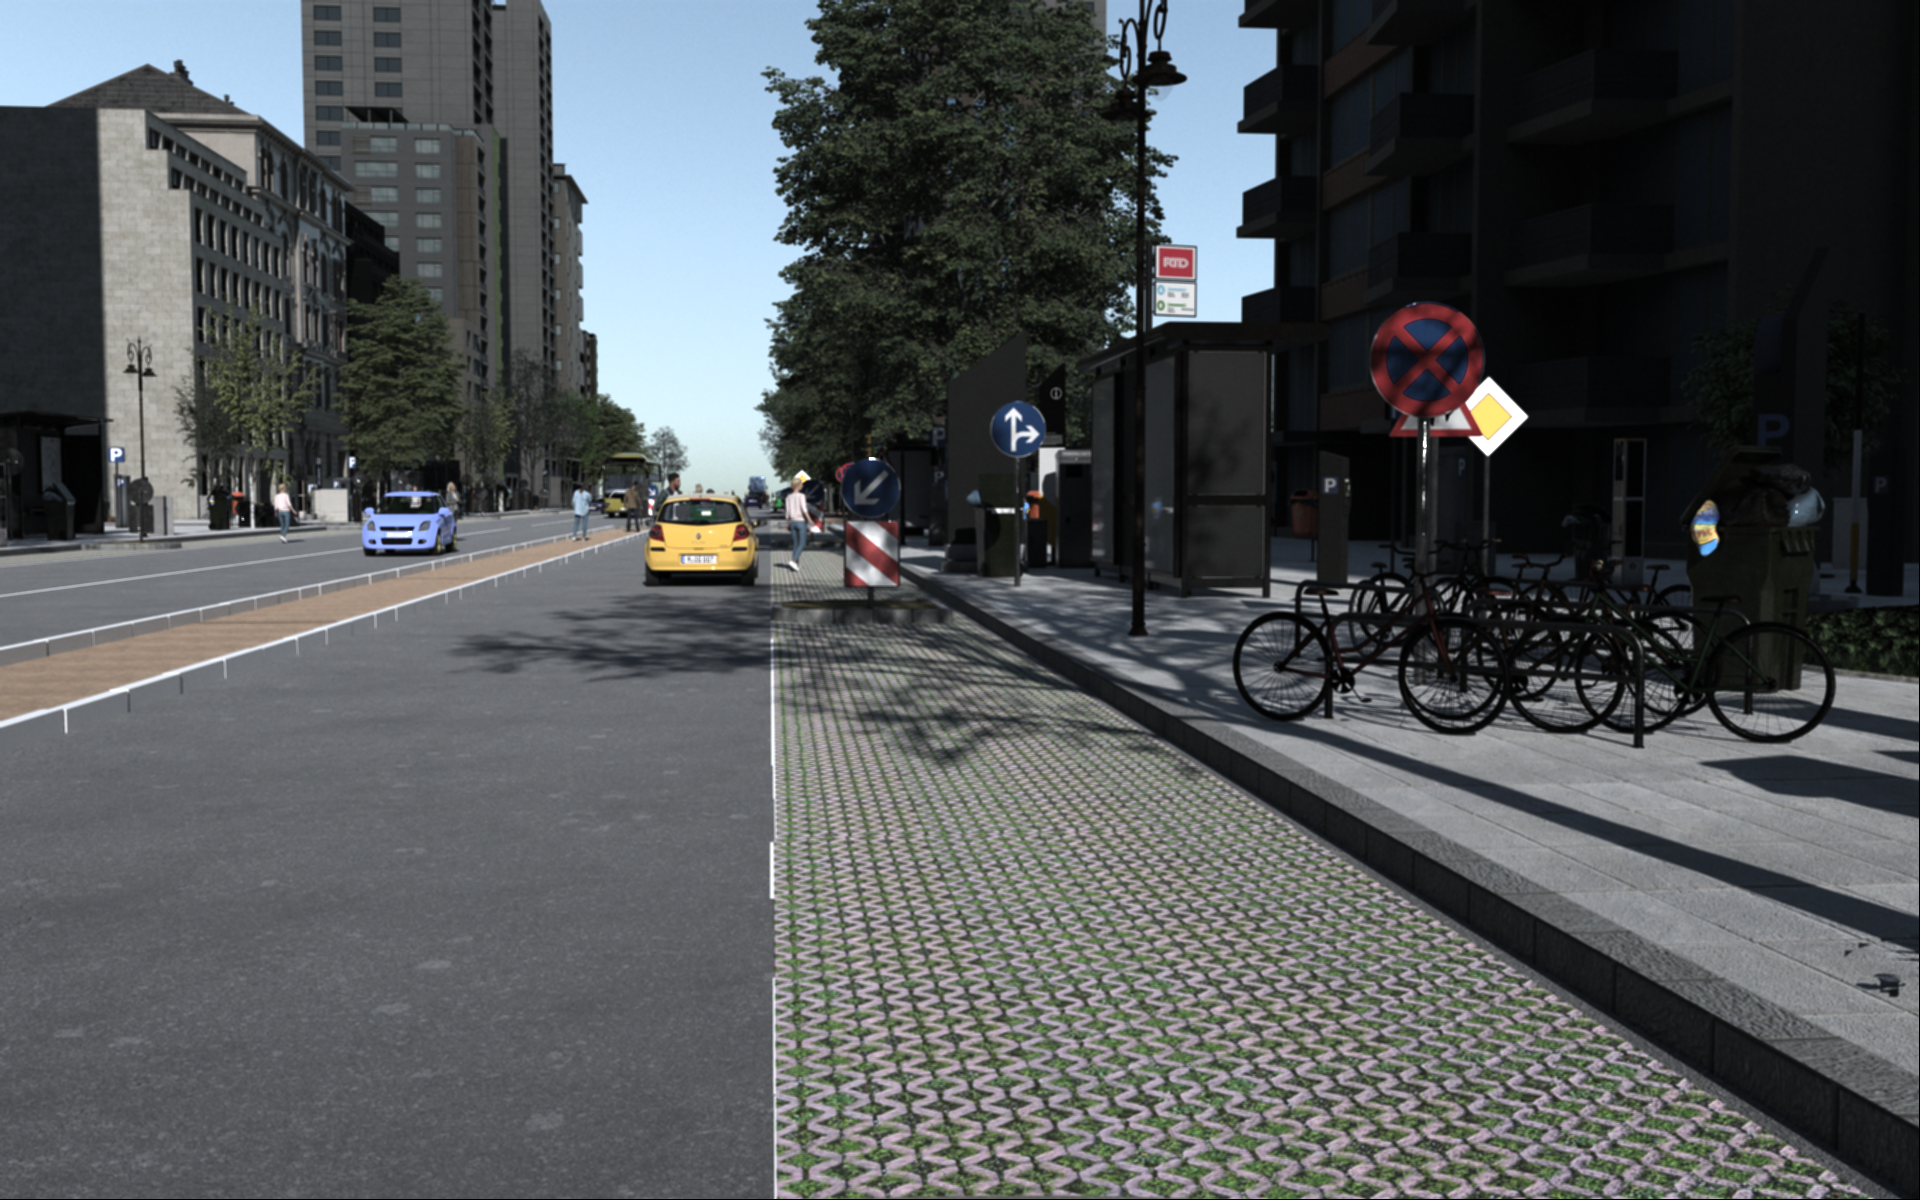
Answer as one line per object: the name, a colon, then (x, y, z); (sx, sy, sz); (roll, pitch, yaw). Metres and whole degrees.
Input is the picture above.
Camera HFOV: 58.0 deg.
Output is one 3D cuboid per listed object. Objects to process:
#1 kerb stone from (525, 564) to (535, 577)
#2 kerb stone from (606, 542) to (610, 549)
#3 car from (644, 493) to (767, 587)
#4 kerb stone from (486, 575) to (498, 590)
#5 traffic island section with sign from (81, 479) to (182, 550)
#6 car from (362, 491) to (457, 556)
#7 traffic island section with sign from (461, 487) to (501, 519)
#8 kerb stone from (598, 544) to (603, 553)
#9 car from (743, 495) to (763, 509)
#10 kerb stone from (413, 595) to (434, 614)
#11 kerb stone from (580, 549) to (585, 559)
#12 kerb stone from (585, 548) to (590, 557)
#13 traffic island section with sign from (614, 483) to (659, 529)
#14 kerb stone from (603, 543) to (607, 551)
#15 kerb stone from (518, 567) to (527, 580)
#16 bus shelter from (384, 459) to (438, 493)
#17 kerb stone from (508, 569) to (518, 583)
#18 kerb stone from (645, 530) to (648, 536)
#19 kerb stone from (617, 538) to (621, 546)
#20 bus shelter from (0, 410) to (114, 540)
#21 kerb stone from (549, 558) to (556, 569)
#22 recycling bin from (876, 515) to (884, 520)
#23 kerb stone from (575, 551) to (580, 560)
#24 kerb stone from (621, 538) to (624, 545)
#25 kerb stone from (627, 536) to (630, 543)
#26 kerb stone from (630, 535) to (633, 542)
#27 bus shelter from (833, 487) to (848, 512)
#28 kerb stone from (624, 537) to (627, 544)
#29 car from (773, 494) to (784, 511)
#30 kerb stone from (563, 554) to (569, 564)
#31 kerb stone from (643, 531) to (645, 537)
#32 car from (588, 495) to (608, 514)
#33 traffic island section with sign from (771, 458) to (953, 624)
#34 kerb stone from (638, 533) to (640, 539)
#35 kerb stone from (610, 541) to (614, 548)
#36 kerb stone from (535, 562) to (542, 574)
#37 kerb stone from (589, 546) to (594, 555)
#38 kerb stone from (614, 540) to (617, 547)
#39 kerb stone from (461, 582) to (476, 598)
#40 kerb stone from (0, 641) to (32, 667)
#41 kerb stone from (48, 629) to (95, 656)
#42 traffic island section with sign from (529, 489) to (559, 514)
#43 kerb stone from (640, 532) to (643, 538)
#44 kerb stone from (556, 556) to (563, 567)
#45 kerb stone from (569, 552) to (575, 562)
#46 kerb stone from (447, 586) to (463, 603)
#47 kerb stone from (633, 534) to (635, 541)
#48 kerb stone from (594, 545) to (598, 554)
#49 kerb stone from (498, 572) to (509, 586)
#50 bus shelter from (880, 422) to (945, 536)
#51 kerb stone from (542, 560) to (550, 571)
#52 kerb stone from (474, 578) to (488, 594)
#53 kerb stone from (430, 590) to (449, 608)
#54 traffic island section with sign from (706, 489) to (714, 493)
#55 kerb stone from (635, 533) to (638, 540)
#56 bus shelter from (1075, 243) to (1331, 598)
kerb stone: (-7.589, -0.491, 30.229); (0.120, 0.150, 1.000); (0, 4, -6)
kerb stone: (-9.153, -1.357, 44.499); (0.120, 0.150, 1.000); (0, 4, -6)
car: (-4.173, -1.107, 28.329); (2.015, 1.641, 3.980); (0, 4, -6)
kerb stone: (-7.152, -0.242, 26.152); (0.120, 0.150, 1.000); (0, 4, -6)
traffic island section with sign: (-21.441, -2.225, 45.001); (1.989, 1.847, 2.006); (0, 4, -6)
car: (-13.068, -1.932, 41.185); (1.945, 1.707, 3.694); (0, 4, -8)
traffic island section with sign: (-27.326, -5.519, 98.864); (1.989, 1.847, 2.006); (0, 4, -6)
kerb stone: (-8.921, -1.237, 42.456); (0.120, 0.150, 1.000); (0, 4, -6)
car: (-20.107, -9.514, 168.129); (1.945, 1.354, 3.894); (0, 4, -8)
kerb stone: (-6.590, 0.070, 21.056); (0.120, 0.150, 1.000); (0, 4, -6)
kerb stone: (-8.486, -0.990, 38.389); (0.120, 0.150, 1.000); (0, 4, -6)
kerb stone: (-8.590, -1.053, 39.406); (0.120, 0.150, 1.000); (0, 4, -6)
traffic island section with sign: (-13.145, -3.854, 71.145); (2.006, 1.907, 1.989); (0, 4, -6)
kerb stone: (-9.044, -1.302, 43.482); (0.120, 0.150, 1.000); (0, 4, -6)
kerb stone: (-7.482, -0.428, 29.211); (0.120, 0.150, 1.000); (0, 4, -6)
bus shelter: (-31.760, -6.501, 100.221); (2.014, 3.302, 5.546); (0, 4, -6)
kerb stone: (-7.369, -0.367, 28.191); (0.120, 0.150, 1.000); (0, 4, -6)
kerb stone: (-10.600, -2.174, 57.746); (0.120, 0.150, 1.000); (0, 4, -6)
kerb stone: (-9.488, -1.547, 47.550); (0.120, 0.150, 1.000); (0, 4, -6)
bus shelter: (-27.245, -3.692, 51.652); (1.731, 3.624, 6.357); (0, 4, -6)
kerb stone: (-7.928, -0.675, 33.283); (0.120, 0.150, 1.000); (0, 4, -6)
recycling bin: (-4.160, -4.512, 86.329); (0.722, 1.027, 0.722); (-1, 4, -12)
kerb stone: (-8.370, -0.927, 37.355); (0.120, 0.150, 1.000); (0, 4, -6)
kerb stone: (-9.599, -1.612, 48.580); (0.120, 0.150, 1.000); (0, 4, -6)
kerb stone: (-9.829, -1.733, 50.621); (0.120, 0.150, 1.000); (0, 4, -6)
kerb stone: (-9.934, -1.794, 51.638); (0.120, 0.150, 1.000); (0, 4, -6)
bus shelter: (-9.791, -9.993, 141.019); (2.179, 5.291, 8.768); (0, 4, -6)
kerb stone: (-9.709, -1.676, 49.602); (0.120, 0.150, 1.000); (0, 4, -6)
car: (-14.552, -8.246, 143.614); (1.959, 1.807, 4.718); (0, 4, -5)
kerb stone: (-8.150, -0.803, 35.317); (0.120, 0.150, 1.000); (0, 4, -6)
kerb stone: (-10.492, -2.112, 56.728); (0.120, 0.150, 1.000); (0, 4, -6)
car: (-26.146, -6.824, 124.145); (1.945, 1.354, 3.894); (0, 4, -4)
traffic island section with sign: (-1.174, -0.693, 19.952); (1.989, 1.847, 2.006); (0, 4, -6)
kerb stone: (-10.269, -1.987, 54.687); (0.120, 0.150, 1.000); (0, 4, -6)
kerb stone: (-9.262, -1.426, 45.515); (0.120, 0.150, 1.000); (0, 4, -6)
kerb stone: (-7.708, -0.554, 31.250); (0.120, 0.150, 1.000); (0, 4, -6)
kerb stone: (-8.707, -1.113, 40.422); (0.120, 0.150, 1.000); (0, 4, -6)
kerb stone: (-9.380, -1.488, 46.530); (0.120, 0.150, 1.000); (0, 4, -6)
kerb stone: (-6.920, -0.117, 24.105); (0.120, 0.150, 1.000); (0, 4, -6)
kerb stone: (-7.999, 0.463, 14.661); (0.120, 0.150, 1.000); (0, 4, -6)
kerb stone: (-8.116, 0.398, 15.689); (0.120, 0.150, 1.000); (0, 4, -6)
traffic island section with sign: (-30.338, -7.199, 126.325); (1.989, 1.847, 2.006); (0, 4, -6)
kerb stone: (-10.375, -2.050, 55.710); (0.120, 0.150, 1.000); (0, 4, -6)
kerb stone: (-8.040, -0.740, 34.299); (0.120, 0.150, 1.000); (0, 4, -6)
kerb stone: (-8.253, -0.863, 36.339); (0.120, 0.150, 1.000); (0, 4, -6)
kerb stone: (-6.812, -0.055, 23.089); (0.120, 0.150, 1.000); (0, 4, -6)
kerb stone: (-10.046, -1.863, 52.654); (0.120, 0.150, 1.000); (0, 4, -6)
kerb stone: (-8.823, -1.177, 41.438); (0.120, 0.150, 1.000); (0, 4, -6)
kerb stone: (-7.258, -0.304, 27.168); (0.120, 0.150, 1.000); (0, 4, -6)
bus shelter: (-1.244, -3.491, 51.007); (2.014, 3.302, 5.546); (0, 4, -6)
kerb stone: (-7.813, -0.614, 32.267); (0.120, 0.150, 1.000); (0, 4, -6)
kerb stone: (-7.031, -0.179, 25.121); (0.120, 0.150, 1.000); (0, 4, -6)
kerb stone: (-6.704, 0.008, 22.072); (0.120, 0.150, 1.000); (0, 4, -6)
traffic island section with sign: (-22.121, -8.873, 153.203); (2.006, 1.907, 1.989); (0, 4, -6)
kerb stone: (-10.153, -1.925, 53.671); (0.120, 0.150, 1.000); (0, 4, -6)
bus shelter: (3.040, -2.924, 25.433); (2.179, 5.291, 8.768); (0, 4, -6)
